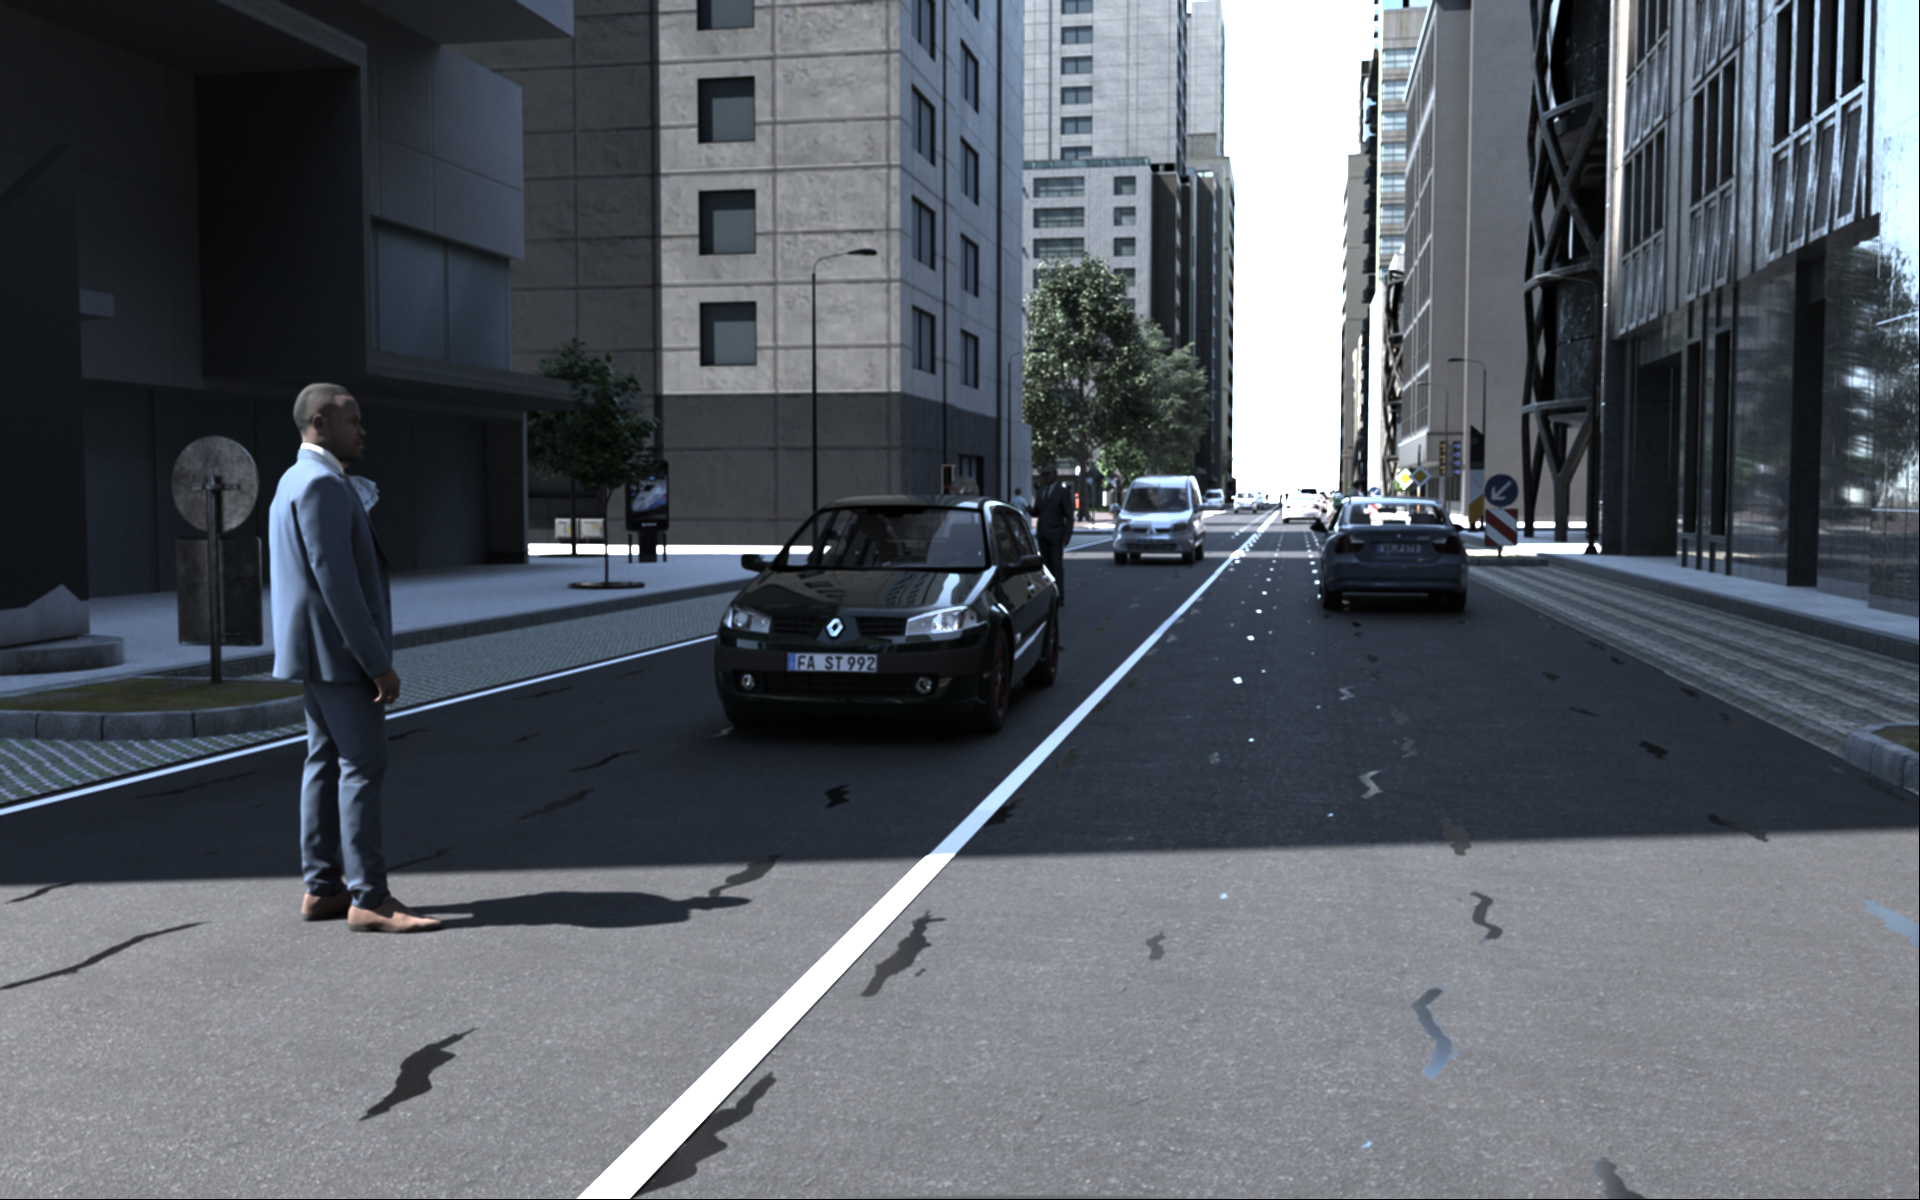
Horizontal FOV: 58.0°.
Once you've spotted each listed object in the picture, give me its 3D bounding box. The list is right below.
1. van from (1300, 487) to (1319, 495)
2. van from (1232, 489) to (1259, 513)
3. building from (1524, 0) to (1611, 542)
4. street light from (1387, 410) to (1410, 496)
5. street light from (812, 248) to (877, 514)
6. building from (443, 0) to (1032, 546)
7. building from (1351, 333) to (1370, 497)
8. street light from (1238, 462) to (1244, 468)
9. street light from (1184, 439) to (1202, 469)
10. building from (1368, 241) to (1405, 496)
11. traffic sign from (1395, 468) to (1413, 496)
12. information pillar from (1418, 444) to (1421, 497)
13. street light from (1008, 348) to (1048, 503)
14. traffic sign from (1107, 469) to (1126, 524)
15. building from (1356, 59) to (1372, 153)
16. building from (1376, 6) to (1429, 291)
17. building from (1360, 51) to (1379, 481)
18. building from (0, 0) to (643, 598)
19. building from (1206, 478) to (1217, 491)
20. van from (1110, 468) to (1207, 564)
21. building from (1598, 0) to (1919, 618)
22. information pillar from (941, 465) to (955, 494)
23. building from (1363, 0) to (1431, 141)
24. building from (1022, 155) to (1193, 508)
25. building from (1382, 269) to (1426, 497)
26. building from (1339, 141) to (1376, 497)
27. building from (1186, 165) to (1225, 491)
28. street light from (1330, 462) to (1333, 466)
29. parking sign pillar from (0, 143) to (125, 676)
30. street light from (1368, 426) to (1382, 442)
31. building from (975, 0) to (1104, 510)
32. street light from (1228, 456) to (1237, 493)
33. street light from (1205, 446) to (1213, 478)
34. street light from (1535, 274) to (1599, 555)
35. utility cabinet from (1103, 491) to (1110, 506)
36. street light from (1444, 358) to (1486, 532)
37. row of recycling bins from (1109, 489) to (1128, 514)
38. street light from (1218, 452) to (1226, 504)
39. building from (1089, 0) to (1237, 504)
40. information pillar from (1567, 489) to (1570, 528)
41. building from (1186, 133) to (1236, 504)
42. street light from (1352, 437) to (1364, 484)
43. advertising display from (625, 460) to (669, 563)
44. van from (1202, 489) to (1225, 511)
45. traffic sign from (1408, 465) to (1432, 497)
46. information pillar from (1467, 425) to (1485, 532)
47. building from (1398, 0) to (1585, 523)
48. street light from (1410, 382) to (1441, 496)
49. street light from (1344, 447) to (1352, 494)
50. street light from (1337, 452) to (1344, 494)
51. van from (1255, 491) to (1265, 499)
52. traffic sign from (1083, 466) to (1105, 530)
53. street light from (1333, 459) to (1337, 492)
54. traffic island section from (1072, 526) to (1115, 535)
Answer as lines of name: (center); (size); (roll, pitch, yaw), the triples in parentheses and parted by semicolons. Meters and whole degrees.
van: (35.611, -10.558, 177.007); (2.240, 2.365, 5.245); (1, 4, 10)
van: (21.770, -7.645, 132.003); (2.013, 2.044, 4.112); (1, 4, 11)
building: (24.534, -11.068, 48.421); (16.820, 18.784, 16.811); (1, 4, 11)
street light: (24.327, -7.529, 95.642); (1.470, 5.913, 1.316); (1, 4, 11)
street light: (-2.254, -3.698, 33.007); (1.470, 5.913, 1.316); (1, 4, 11)
building: (-9.492, -37.521, 51.715); (20.611, 71.187, 20.563); (1, 4, 11)
building: (59.343, -21.549, 197.362); (27.650, 21.520, 28.899); (1, 4, 11)
street light: (43.922, -18.289, 271.557); (1.470, 5.913, 1.316); (1, 4, 11)
street light: (19.384, -10.554, 145.095); (1.470, 5.913, 1.316); (1, 4, 11)
building: (36.711, -16.906, 131.160); (10.420, 20.320, 16.860); (1, 4, 11)
traffic sign: (17.306, -3.894, 67.314); (0.795, 2.450, 0.064); (1, 4, 11)
information pillar: (21.580, -5.509, 81.420); (0.183, 3.616, 0.504); (1, 4, 18)
street light: (2.112, -5.072, 55.472); (1.470, 5.913, 1.316); (1, 4, 11)
traffic sign: (6.270, -4.026, 69.461); (0.795, 2.450, 0.064); (1, 4, 11)
building: (73.054, -51.684, 283.278); (20.563, 71.187, 20.611); (1, 4, 11)
building: (42.867, -28.449, 148.741); (14.154, 41.232, 14.086); (1, 4, 11)
building: (50.778, -31.457, 168.941); (22.147, 44.769, 28.867); (1, 4, 11)
building: (-21.418, -26.280, 18.912); (28.713, 52.752, 27.495); (1, 4, 11)
building: (12.311, -30.643, 192.900); (32.217, 40.220, 23.993); (1, 4, 11)
van: (4.275, -1.826, 36.859); (2.013, 2.044, 4.112); (1, 4, 12)
building: (17.592, -12.672, 25.211); (12.078, 24.808, 19.932); (1, 4, 11)
information pillar: (-0.291, -2.370, 43.246); (0.304, 2.012, 0.304); (0, 4, 8)
building: (68.944, -57.780, 257.369); (22.319, 86.520, 31.000); (1, 4, 11)
building: (12.872, -23.244, 151.742); (14.160, 30.474, 14.107); (1, 4, 11)
building: (36.502, -15.088, 114.133); (16.820, 18.784, 16.811); (1, 4, 11)
building: (62.280, -37.226, 232.341); (21.300, 48.544, 21.600); (1, 4, 11)
building: (24.622, -32.214, 210.285); (14.154, 41.232, 14.086); (1, 4, 11)
street light: (49.961, -15.693, 229.113); (1.470, 5.913, 1.316); (1, 4, 11)
parking sign pillar: (-7.019, -1.487, 12.779); (1.447, 3.967, 1.447); (0, 4, 2)
street light: (28.667, -8.905, 118.132); (1.470, 5.913, 1.316); (1, 4, 11)
building: (13.674, -44.646, 168.208); (20.563, 71.187, 20.611); (1, 4, 11)
street light: (35.197, -15.524, 226.354); (1.470, 5.913, 1.316); (1, 4, 11)
street light: (23.905, -11.968, 168.209); (1.470, 5.913, 1.316); (1, 4, 11)
street light: (12.863, -3.923, 36.683); (1.470, 5.913, 1.316); (1, 4, 11)
utility cabinet: (11.958, -8.002, 139.507); (0.318, 1.500, 1.173); (3, 4, 39)
street light: (17.315, -5.296, 59.132); (1.470, 5.913, 1.316); (1, 4, 11)
row of recycling bins: (11.343, -6.430, 112.238); (3.534, 1.692, 1.069); (2, 4, 26)
street light: (28.239, -13.342, 190.680); (1.470, 5.913, 1.316); (1, 4, 11)
building: (31.026, -50.133, 257.928); (20.563, 71.187, 20.611); (1, 4, 11)
information pillar: (22.908, -3.741, 65.662); (0.304, 2.012, 0.304); (-3, 5, -40)
building: (26.477, -37.539, 237.463); (21.300, 48.544, 21.600); (1, 4, 11)
street light: (34.395, -10.703, 147.538); (1.470, 5.913, 1.316); (1, 4, 11)
advertising display: (-5.856, -1.665, 32.434); (0.123, 1.923, 0.974); (3, 4, 38)
van: (21.791, -8.670, 148.765); (2.013, 2.044, 4.112); (1, 4, 10)
traffic sign: (15.791, -3.415, 59.474); (0.795, 2.450, 0.064); (1, 4, 11)
information pillar: (17.384, -4.094, 58.299); (0.504, 3.616, 0.183); (1, 4, 21)
building: (30.570, -18.046, 88.563); (14.314, 27.812, 24.014); (1, 4, 11)
street light: (19.636, -6.081, 71.965); (1.470, 5.913, 1.316); (1, 4, 11)
street light: (38.758, -12.077, 170.004); (1.470, 5.913, 1.316); (1, 4, 11)
street light: (43.004, -13.453, 192.492); (1.470, 5.913, 1.316); (1, 4, 11)
van: (35.811, -12.358, 209.062); (2.013, 2.044, 4.112); (1, 4, 12)
traffic sign: (4.754, -3.546, 61.620); (0.795, 2.450, 0.064); (1, 4, 11)
street light: (47.629, -14.887, 215.941); (1.470, 5.913, 1.316); (1, 4, 11)
traffic island section: (4.729, -2.410, 61.686); (2.009, 0.180, 2.903); (1, 4, 11)
